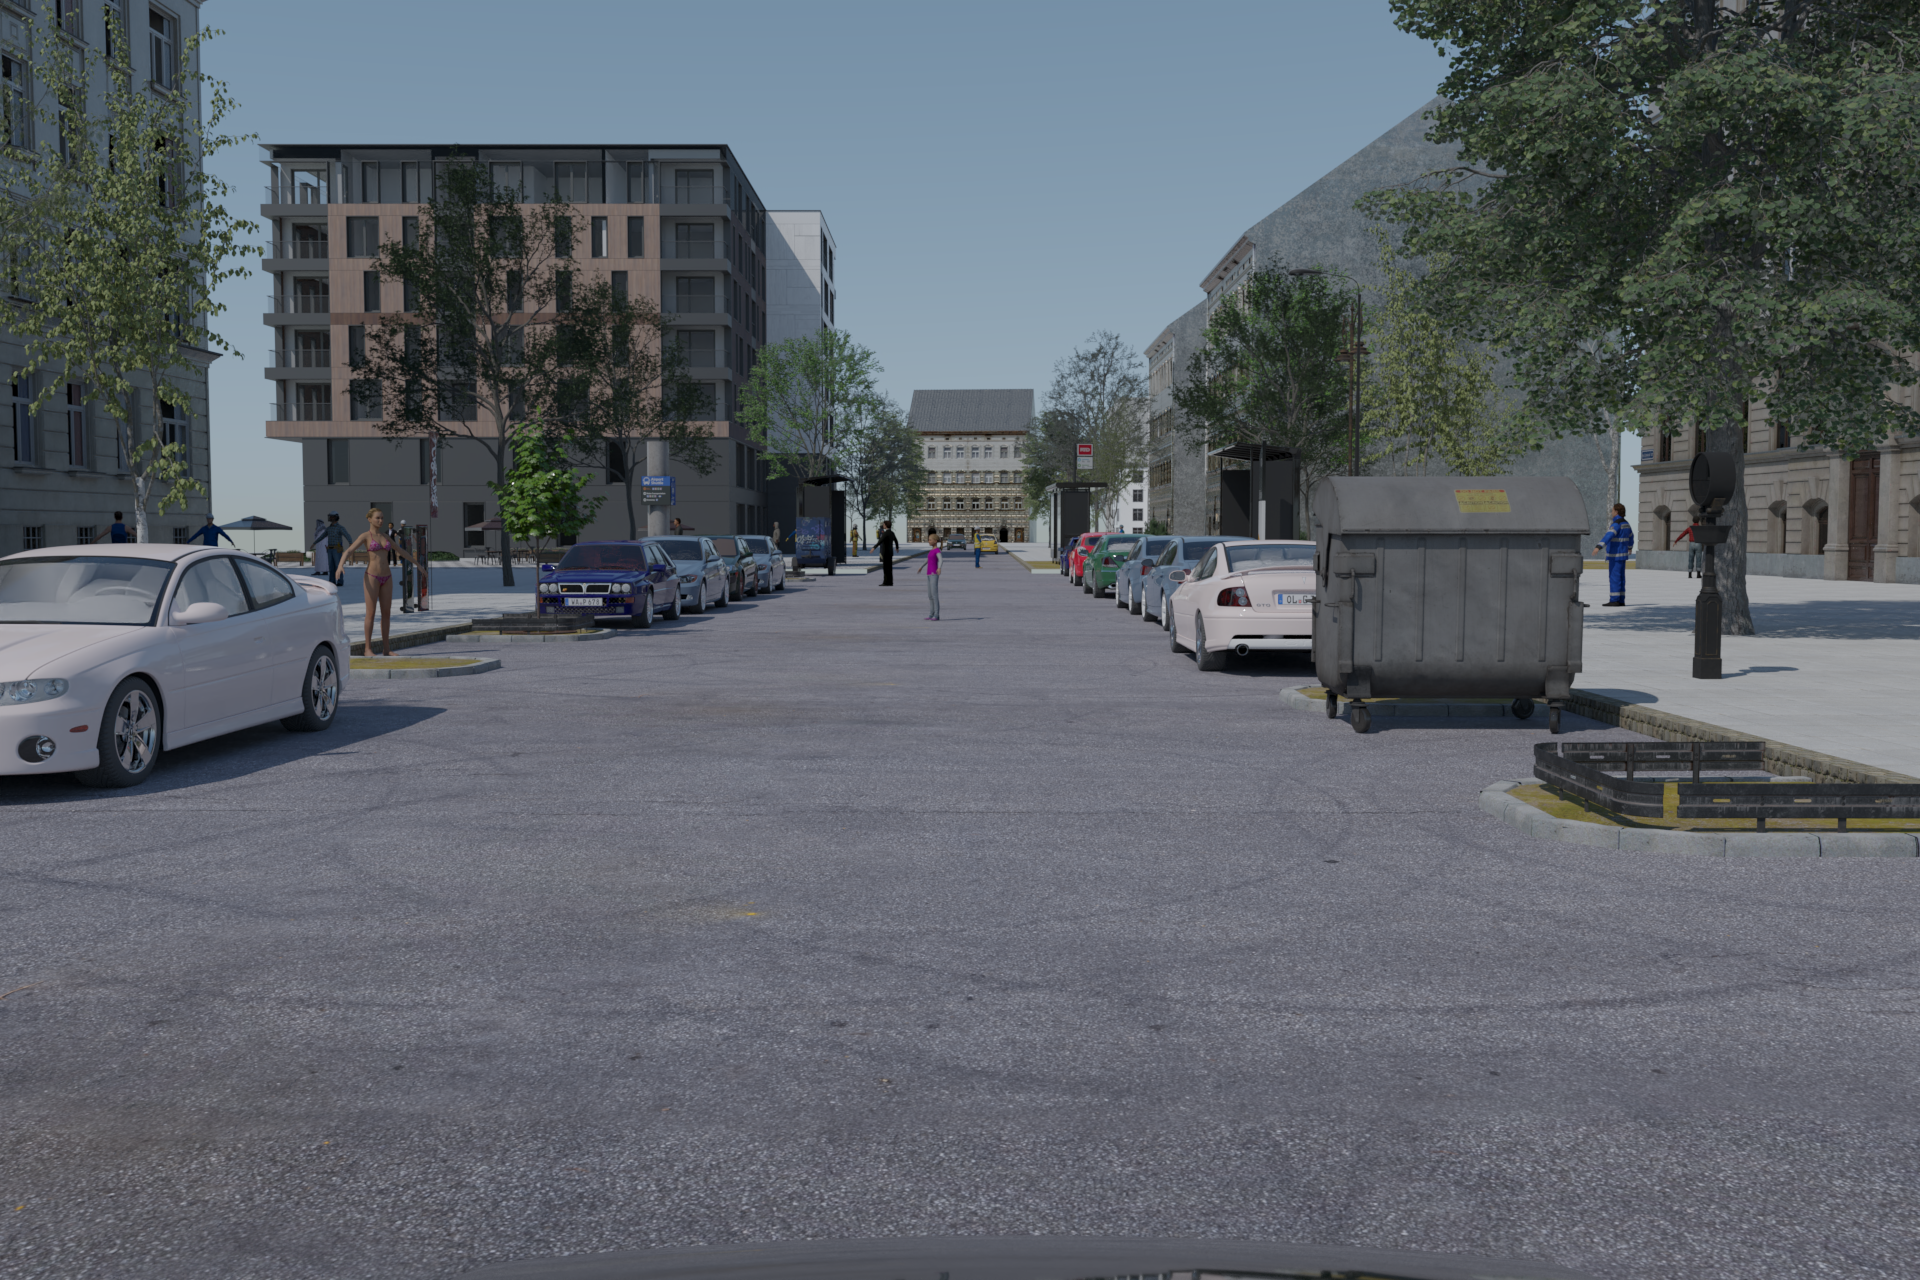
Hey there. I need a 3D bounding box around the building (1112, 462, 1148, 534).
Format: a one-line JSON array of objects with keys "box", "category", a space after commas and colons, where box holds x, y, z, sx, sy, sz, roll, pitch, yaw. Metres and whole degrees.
[{"box": [23.195, -15.944, 202.834, 9.099, 9.664, 28.070, 0, 4, 1], "category": "building"}]

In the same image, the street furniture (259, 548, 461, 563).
[{"box": [-27.368, -3.974, 80.601, 5.734, 0.657, 10.072, 3, 5, 40], "category": "street furniture"}]

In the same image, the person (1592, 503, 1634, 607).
[{"box": [11.594, -1.507, 30.611, 1.345, 1.831, 0.704, -3, 5, -43], "category": "person"}]

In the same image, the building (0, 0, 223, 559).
[{"box": [-30.188, -12.623, 38.401, 16.112, 23.069, 30.059, 0, 3, 0], "category": "building"}]

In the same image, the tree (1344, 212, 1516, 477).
[{"box": [10.469, -5.455, 39.554, 4.737, 8.622, 4.395, 0, 3, 0], "category": "tree"}]

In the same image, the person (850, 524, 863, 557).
[{"box": [-5.787, -5.509, 95.839, 0.705, 1.858, 1.354, -2, 4, -29], "category": "person"}]

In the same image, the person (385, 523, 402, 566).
[{"box": [-22.639, -3.800, 68.852, 1.216, 1.740, 0.721, 0, 4, 2], "category": "person"}]

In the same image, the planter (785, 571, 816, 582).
[{"box": [-5.415, -1.925, 52.609, 1.991, 0.319, 1.994, 0, 4, 2], "category": "planter"}]

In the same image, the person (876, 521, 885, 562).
[{"box": [-3.505, -4.461, 78.715, 0.705, 1.856, 1.354, -1, 4, -18], "category": "person"}]

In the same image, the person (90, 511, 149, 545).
[{"box": [-19.219, -2.046, 39.613, 1.345, 1.807, 0.704, -1, 4, -19], "category": "person"}]

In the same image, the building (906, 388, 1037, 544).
[{"box": [2.046, -26.148, 260.900, 18.063, 23.208, 19.493, 0, 4, 6], "category": "building"}]

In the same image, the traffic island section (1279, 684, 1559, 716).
[{"box": [3.753, 0.504, 14.621, 1.991, 0.108, 1.994, 0, 4, 2], "category": "traffic island section"}]

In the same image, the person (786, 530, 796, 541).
[{"box": [-8.170, -5.022, 88.076, 1.349, 1.833, 0.705, -1, 4, -15], "category": "person"}]

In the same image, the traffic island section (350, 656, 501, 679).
[{"box": [-5.930, 0.290, 18.122, 1.991, 0.108, 1.994, 0, 4, 2], "category": "traffic island section"}]

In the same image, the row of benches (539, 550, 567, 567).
[{"box": [-14.356, -3.096, 66.077, 4.104, 0.672, 1.422, 1, 4, 20], "category": "row of benches"}]

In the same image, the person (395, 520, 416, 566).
[{"box": [-22.600, -3.944, 70.342, 0.705, 1.847, 1.347, 3, 5, 41], "category": "person"}]

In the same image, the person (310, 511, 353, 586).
[{"box": [-15.359, -2.242, 42.490, 1.345, 1.849, 0.704, 2, 4, 24], "category": "person"}]

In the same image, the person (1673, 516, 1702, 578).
[{"box": [21.305, -2.693, 50.140, 1.345, 1.816, 0.704, 3, 5, 40], "category": "person"}]

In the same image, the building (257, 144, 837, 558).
[{"box": [-22.719, -16.108, 107.343, 27.936, 21.610, 32.646, 0, 3, 0], "category": "building"}]

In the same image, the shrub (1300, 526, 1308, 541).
[{"box": [14.417, -4.395, 75.901, 1.661, 2.075, 1.752, 0, 3, 0], "category": "shrub"}]

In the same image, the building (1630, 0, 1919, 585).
[{"box": [29.778, -13.860, 45.701, 14.460, 24.649, 34.723, 0, 4, 0], "category": "building"}]

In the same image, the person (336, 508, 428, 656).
[{"box": [-6.734, -0.667, 20.160, 0.721, 1.733, 1.217, 3, 4, 37], "category": "person"}]

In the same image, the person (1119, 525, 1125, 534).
[{"box": [8.977, -5.539, 96.693, 0.704, 1.817, 1.347, -1, 4, -14], "category": "person"}]

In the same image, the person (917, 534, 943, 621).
[{"box": [-0.496, -1.035, 28.647, 0.599, 1.433, 0.991, -1, 4, -21], "category": "person"}]

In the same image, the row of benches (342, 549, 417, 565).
[{"box": [-24.322, -3.511, 72.872, 4.104, 0.672, 1.422, 1, 4, 16], "category": "row of benches"}]

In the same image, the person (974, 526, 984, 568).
[{"box": [0.830, -3.891, 72.541, 0.721, 1.772, 1.216, -1, 4, -10], "category": "person"}]

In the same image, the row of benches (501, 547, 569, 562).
[{"box": [-19.858, -4.034, 81.424, 1.422, 0.672, 4.104, 3, 4, 37], "category": "row of benches"}]

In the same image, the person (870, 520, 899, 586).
[{"box": [-2.012, -2.380, 47.553, 0.705, 1.806, 1.347, 2, 4, 31], "category": "person"}]

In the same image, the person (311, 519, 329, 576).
[{"box": [-19.821, -2.874, 53.696, 0.621, 1.740, 0.551, -1, 4, -21], "category": "person"}]

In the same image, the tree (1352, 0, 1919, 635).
[{"box": [9.775, -7.042, 21.789, 9.857, 13.997, 8.962, 0, 3, 0], "category": "tree"}]

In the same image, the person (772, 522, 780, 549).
[{"box": [-8.198, -4.344, 77.157, 0.705, 1.813, 1.348, -1, 4, -16], "category": "person"}]

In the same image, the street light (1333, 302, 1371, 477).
[{"box": [7.820, -3.786, 34.693, 0.468, 5.910, 1.993, 0, 4, 1], "category": "street light"}]

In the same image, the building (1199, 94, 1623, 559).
[{"box": [24.098, -16.207, 95.919, 19.493, 23.208, 18.063, 0, 4, 1], "category": "building"}]

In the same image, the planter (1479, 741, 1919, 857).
[{"box": [3.705, 0.763, 8.669, 1.991, 0.319, 1.994, 0, 4, 0], "category": "planter"}]

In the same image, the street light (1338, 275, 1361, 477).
[{"box": [7.520, -3.539, 30.402, 1.470, 5.913, 1.316, 0, 4, 1], "category": "street light"}]

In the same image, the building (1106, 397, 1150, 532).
[{"box": [28.989, -22.372, 232.246, 16.747, 18.905, 31.486, 0, 4, 1], "category": "building"}]

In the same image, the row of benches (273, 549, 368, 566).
[{"box": [-25.426, -3.320, 69.752, 4.104, 0.672, 1.422, -2, 4, -28], "category": "row of benches"}]

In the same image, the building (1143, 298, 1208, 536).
[{"box": [24.872, -18.600, 135.034, 19.493, 23.208, 18.063, 0, 4, 1], "category": "building"}]

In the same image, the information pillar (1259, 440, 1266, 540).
[{"box": [7.559, -3.179, 43.338, 0.183, 3.616, 0.504, 0, 4, 1], "category": "information pillar"}]

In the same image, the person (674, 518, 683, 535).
[{"box": [-9.397, -3.151, 57.581, 0.705, 1.821, 1.348, 0, 4, -3], "category": "person"}]

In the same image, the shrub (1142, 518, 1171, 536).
[{"box": [8.431, -4.313, 74.929, 1.690, 2.028, 1.600, 0, 3, 0], "category": "shrub"}]

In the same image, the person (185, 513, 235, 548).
[{"box": [-20.238, -2.500, 46.763, 1.347, 1.842, 0.705, 0, 4, -6], "category": "person"}]

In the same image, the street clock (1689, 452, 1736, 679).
[{"box": [6.635, -0.658, 15.326, 0.358, 2.002, 0.471, 0, 4, 1], "category": "street clock"}]

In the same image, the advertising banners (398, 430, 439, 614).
[{"box": [-8.958, -1.994, 28.784, 0.090, 3.025, 2.074, 0, 4, 1], "category": "advertising banners"}]
